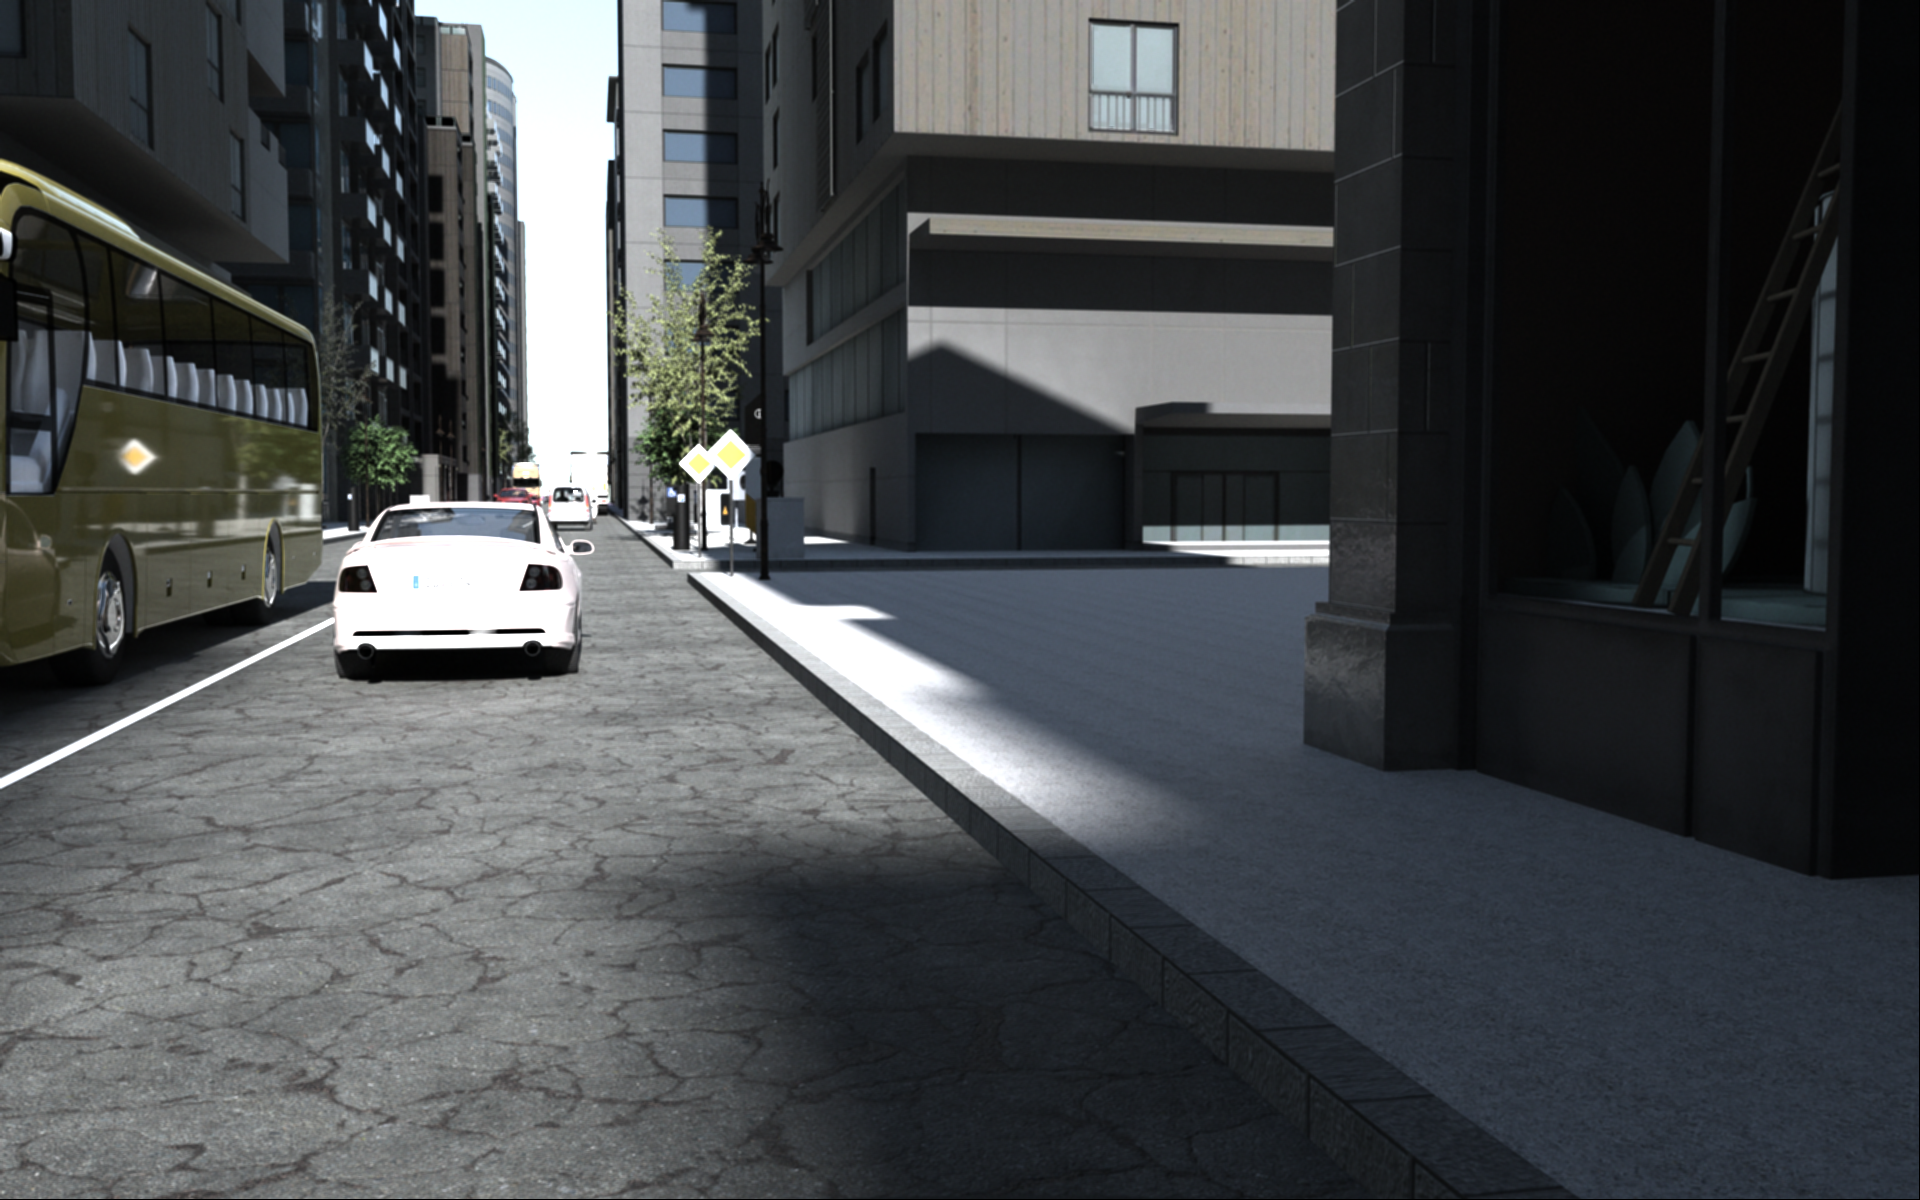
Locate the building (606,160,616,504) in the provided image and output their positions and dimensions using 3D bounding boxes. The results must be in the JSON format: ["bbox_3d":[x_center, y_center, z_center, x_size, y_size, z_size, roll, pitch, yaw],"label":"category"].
[{"bbox_3d":[-37.872,-37.722,240.463,21.300,48.544,21.600,-1,4,-12],"label":"building"}]

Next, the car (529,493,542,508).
[{"bbox_3d":[-30.433,-6.893,121.740,2.155,1.783,4.494,-1,4,-11],"label":"car"}]

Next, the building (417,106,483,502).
[{"bbox_3d":[-44.178,-22.005,131.483,14.160,30.474,14.107,-1,4,-12],"label":"building"}]

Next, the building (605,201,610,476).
[{"bbox_3d":[-45.541,-37.194,258.233,14.600,45.320,14.200,-1,4,-12],"label":"building"}]

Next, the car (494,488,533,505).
[{"bbox_3d":[-26.833,-5.843,104.208,2.281,1.827,5.304,-1,4,-12],"label":"car"}]

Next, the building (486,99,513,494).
[{"bbox_3d":[-64.267,-35.447,199.165,23.786,49.044,30.456,-1,4,-12],"label":"building"}]

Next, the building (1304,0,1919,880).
[{"bbox_3d":[6.380,-9.600,7.865,10.553,20.767,40.483,-1,4,-12],"label":"building"}]

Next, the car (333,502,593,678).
[{"bbox_3d":[-4.236,-0.161,15.000,2.083,1.381,4.827,-1,4,-12],"label":"car"}]

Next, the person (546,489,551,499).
[{"bbox_3d":[-35.799,-8.705,150.690,0.599,1.838,0.709,-2,4,-24],"label":"person"}]

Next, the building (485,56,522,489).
[{"bbox_3d":[-69.482,-41.986,228.465,21.231,58.520,28.212,-1,4,-12],"label":"building"}]

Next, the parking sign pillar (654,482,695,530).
[{"bbox_3d":[-10.256,-4.508,62.175,1.447,3.967,1.447,0,4,-1],"label":"parking sign pillar"}]

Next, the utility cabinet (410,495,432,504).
[{"bbox_3d":[-26.890,-4.602,86.411,1.020,1.237,0.306,0,4,6],"label":"utility cabinet"}]

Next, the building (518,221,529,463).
[{"bbox_3d":[-70.000,-34.674,250.511,14.154,41.232,14.086,-1,4,-12],"label":"building"}]

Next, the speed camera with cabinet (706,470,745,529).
[{"bbox_3d":[-8.615,-4.273,64.196,0.660,3.252,2.038,2,4,27],"label":"speed camera with cabinet"}]

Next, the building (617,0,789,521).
[{"bbox_3d":[-8.227,-33.851,95.456,21.231,58.520,28.212,-1,4,-12],"label":"building"}]

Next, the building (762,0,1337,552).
[{"bbox_3d":[8.516,-28.179,49.968,27.495,52.752,28.713,-1,4,-12],"label":"building"}]

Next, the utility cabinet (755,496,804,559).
[{"bbox_3d":[-3.573,-1.420,34.371,1.020,1.237,0.306,-3,5,-45],"label":"utility cabinet"}]

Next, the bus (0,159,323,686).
[{"bbox_3d":[-8.195,-1.491,15.930,2.896,3.916,12.252,-1,4,-11],"label":"bus"}]

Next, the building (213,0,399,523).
[{"bbox_3d":[-39.879,-28.453,84.818,23.786,49.044,30.456,-1,4,-12],"label":"building"}]

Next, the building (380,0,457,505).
[{"bbox_3d":[-44.159,-41.228,112.324,20.563,71.187,20.611,-1,4,-12],"label":"building"}]

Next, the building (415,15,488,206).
[{"bbox_3d":[-47.048,-28.216,144.930,14.154,41.232,14.086,-1,4,-12],"label":"building"}]

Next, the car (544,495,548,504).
[{"bbox_3d":[-61.053,-14.997,257.782,1.945,1.354,3.894,-1,4,-10],"label":"car"}]

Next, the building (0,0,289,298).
[{"bbox_3d":[-32.311,-27.634,41.050,28.713,52.752,27.495,-1,4,-12],"label":"building"}]

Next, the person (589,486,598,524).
[{"bbox_3d":[-17.695,-4.598,83.552,0.514,1.842,0.818,1,4,13],"label":"person"}]

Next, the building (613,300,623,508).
[{"bbox_3d":[-19.949,-19.974,171.611,27.650,21.520,28.899,-1,4,-12],"label":"building"}]

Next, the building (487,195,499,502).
[{"bbox_3d":[-50.136,-23.687,158.988,14.160,30.474,14.107,-1,4,-12],"label":"building"}]

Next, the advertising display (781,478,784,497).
[{"bbox_3d":[-6.725,-3.931,69.493,0.974,1.923,0.123,-3,4,-36],"label":"advertising display"}]

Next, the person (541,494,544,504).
[{"bbox_3d":[-57.837,-13.983,240.337,0.599,1.433,0.991,3,5,43],"label":"person"}]

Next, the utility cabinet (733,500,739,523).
[{"bbox_3d":[-9.843,-4.023,76.944,1.020,1.237,0.306,0,4,-4],"label":"utility cabinet"}]

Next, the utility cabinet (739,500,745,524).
[{"bbox_3d":[-9.122,-3.867,74.383,0.306,1.237,1.020,0,4,4],"label":"utility cabinet"}]

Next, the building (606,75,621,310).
[{"bbox_3d":[-29.233,-38.389,216.894,28.713,52.752,27.495,-1,4,-12],"label":"building"}]
